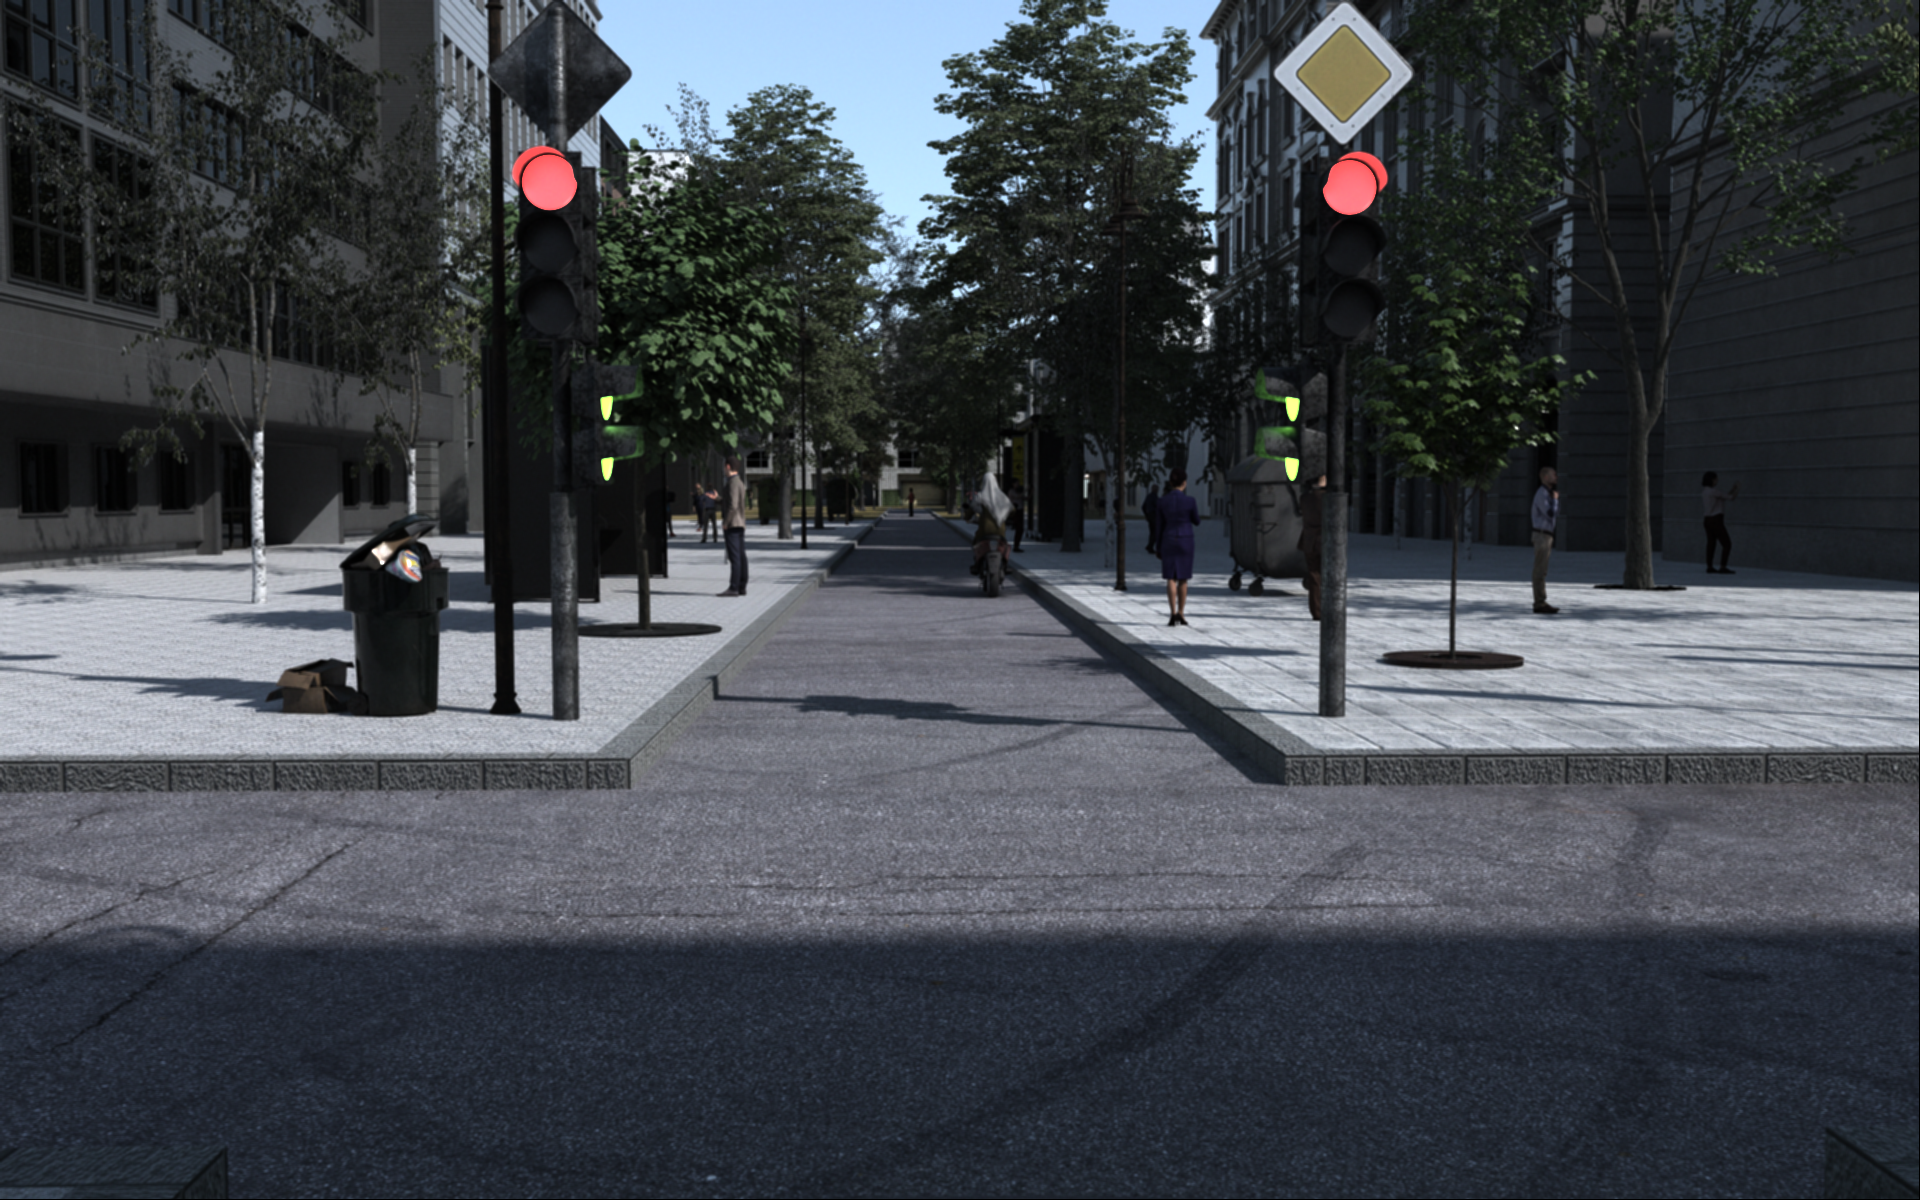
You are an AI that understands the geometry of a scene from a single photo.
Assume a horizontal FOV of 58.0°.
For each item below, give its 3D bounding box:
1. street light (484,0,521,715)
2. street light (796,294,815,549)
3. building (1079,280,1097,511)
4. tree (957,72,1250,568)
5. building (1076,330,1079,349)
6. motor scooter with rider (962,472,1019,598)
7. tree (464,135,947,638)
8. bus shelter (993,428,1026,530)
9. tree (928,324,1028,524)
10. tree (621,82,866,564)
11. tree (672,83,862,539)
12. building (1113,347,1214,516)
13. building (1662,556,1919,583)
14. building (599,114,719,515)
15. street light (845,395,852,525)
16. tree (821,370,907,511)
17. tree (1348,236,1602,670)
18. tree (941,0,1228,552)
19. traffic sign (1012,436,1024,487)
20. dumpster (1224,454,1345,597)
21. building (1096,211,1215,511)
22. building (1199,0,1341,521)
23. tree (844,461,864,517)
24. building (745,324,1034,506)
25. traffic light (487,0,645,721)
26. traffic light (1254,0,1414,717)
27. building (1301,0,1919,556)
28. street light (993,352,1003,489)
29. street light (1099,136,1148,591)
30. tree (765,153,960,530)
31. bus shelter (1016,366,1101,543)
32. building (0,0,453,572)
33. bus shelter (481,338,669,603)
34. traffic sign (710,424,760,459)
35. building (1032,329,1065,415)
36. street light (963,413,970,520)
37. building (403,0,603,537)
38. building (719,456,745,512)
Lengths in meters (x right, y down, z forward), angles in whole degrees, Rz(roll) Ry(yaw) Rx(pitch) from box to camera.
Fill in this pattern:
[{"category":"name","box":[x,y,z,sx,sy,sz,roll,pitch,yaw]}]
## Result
[{"category":"street light","box":[-2.666,-2.275,9.980,0.468,5.910,1.993,0,4,-2]},{"category":"street light","box":[-3.639,-4.126,40.246,0.468,5.910,1.993,0,4,-2]},{"category":"building","box":[17.918,-16.951,133.565,16.016,20.091,11.380,0,4,-2]},{"category":"tree","box":[2.372,-4.871,29.995,4.360,8.622,3.978,0,3,0]},{"category":"building","box":[17.959,-17.663,145.207,16.016,20.091,11.380,0,4,-2]},{"category":"motor scooter with rider","box":[0.468,-0.952,24.537,0.876,1.779,1.986,0,4,-2]},{"category":"tree","box":[-2.927,-1.981,16.110,4.285,4.588,4.351,0,3,0]},{"category":"bus shelter","box":[2.247,-4.482,64.570,1.731,3.624,6.357,0,4,-2]},{"category":"tree","box":[0.809,-7.522,73.351,4.737,8.622,4.395,0,3,0]},{"category":"tree","box":[-4.266,-4.943,31.177,4.360,8.622,3.978,0,3,0]},{"category":"tree","box":[-5.292,-7.981,48.614,7.486,12.596,7.792,0,3,0]},{"category":"building","box":[15.077,-9.797,102.330,9.099,9.664,28.070,0,4,-2]},{"category":"building","box":[25.305,-11.350,27.370,24.055,21.916,13.314,0,4,-2]},{"category":"building","box":[-30.064,-15.692,100.546,27.936,21.610,32.646,0,4,-2]},{"category":"street light","box":[-4.677,-6.039,71.521,0.468,5.910,1.993,0,4,-2]},{"category":"tree","box":[-7.559,-12.817,131.610,6.751,12.117,7.091,0,3,0]},{"category":"tree","box":[3.701,-1.137,13.186,1.663,3.219,1.824,0,3,0]},{"category":"tree","box":[2.289,-7.362,38.502,7.486,12.596,7.792,0,3,0]},{"category":"traffic sign","box":[2.936,-4.085,60.664,2.265,3.308,0.079,0,3,0]},{"category":"dumpster","box":[4.182,-1.009,22.257,1.264,1.857,1.865,0,4,-2]},{"category":"building","box":[18.413,-16.237,121.898,16.016,20.091,11.380,0,4,-2]},{"category":"building","box":[18.828,-17.481,73.209,14.401,28.519,23.554,0,4,-2]},{"category":"tree","box":[-5.974,-6.367,98.702,1.663,3.219,1.824,0,3,0]},{"category":"building","box":[-8.384,-19.639,187.551,31.486,18.905,16.747,0,4,-2]},{"category":"traffic light","box":[-2.226,-1.254,9.751,0.839,4.213,0.868,0,4,-2]},{"category":"traffic light","box":[2.132,-1.263,9.903,0.839,4.213,0.868,0,4,-2]},{"category":"building","box":[19.019,-12.712,49.645,13.314,21.916,24.055,0,4,-2]},{"category":"street light","box":[1.193,-4.932,53.432,0.468,5.910,1.993,0,4,-2]},{"category":"street light","box":[2.141,-3.065,22.908,0.468,5.910,1.993,0,4,-2]},{"category":"tree","box":[-5.141,-9.319,62.739,12.009,13.543,11.850,0,3,0]},{"category":"bus shelter","box":[2.790,-4.408,49.705,2.179,5.291,8.768,0,4,-2]},{"category":"building","box":[-21.326,-13.213,35.104,14.314,24.678,30.058,0,4,-2]},{"category":"bus shelter","box":[-4.875,-1.964,23.395,1.731,3.624,6.357,0,4,-2]},{"category":"traffic sign","box":[-3.356,-1.565,25.697,0.768,2.556,0.104,0,4,1]},{"category":"building","box":[13.676,-20.291,188.176,11.380,20.091,16.016,0,4,-2]},{"category":"street light","box":[0.255,-6.828,84.425,0.468,5.910,1.993,0,4,-2]},{"category":"building","box":[-21.447,-17.574,64.835,11.434,29.767,29.804,0,4,-2]},{"category":"building","box":[-34.127,-17.818,135.291,32.646,21.610,27.936,0,4,-2]}]
